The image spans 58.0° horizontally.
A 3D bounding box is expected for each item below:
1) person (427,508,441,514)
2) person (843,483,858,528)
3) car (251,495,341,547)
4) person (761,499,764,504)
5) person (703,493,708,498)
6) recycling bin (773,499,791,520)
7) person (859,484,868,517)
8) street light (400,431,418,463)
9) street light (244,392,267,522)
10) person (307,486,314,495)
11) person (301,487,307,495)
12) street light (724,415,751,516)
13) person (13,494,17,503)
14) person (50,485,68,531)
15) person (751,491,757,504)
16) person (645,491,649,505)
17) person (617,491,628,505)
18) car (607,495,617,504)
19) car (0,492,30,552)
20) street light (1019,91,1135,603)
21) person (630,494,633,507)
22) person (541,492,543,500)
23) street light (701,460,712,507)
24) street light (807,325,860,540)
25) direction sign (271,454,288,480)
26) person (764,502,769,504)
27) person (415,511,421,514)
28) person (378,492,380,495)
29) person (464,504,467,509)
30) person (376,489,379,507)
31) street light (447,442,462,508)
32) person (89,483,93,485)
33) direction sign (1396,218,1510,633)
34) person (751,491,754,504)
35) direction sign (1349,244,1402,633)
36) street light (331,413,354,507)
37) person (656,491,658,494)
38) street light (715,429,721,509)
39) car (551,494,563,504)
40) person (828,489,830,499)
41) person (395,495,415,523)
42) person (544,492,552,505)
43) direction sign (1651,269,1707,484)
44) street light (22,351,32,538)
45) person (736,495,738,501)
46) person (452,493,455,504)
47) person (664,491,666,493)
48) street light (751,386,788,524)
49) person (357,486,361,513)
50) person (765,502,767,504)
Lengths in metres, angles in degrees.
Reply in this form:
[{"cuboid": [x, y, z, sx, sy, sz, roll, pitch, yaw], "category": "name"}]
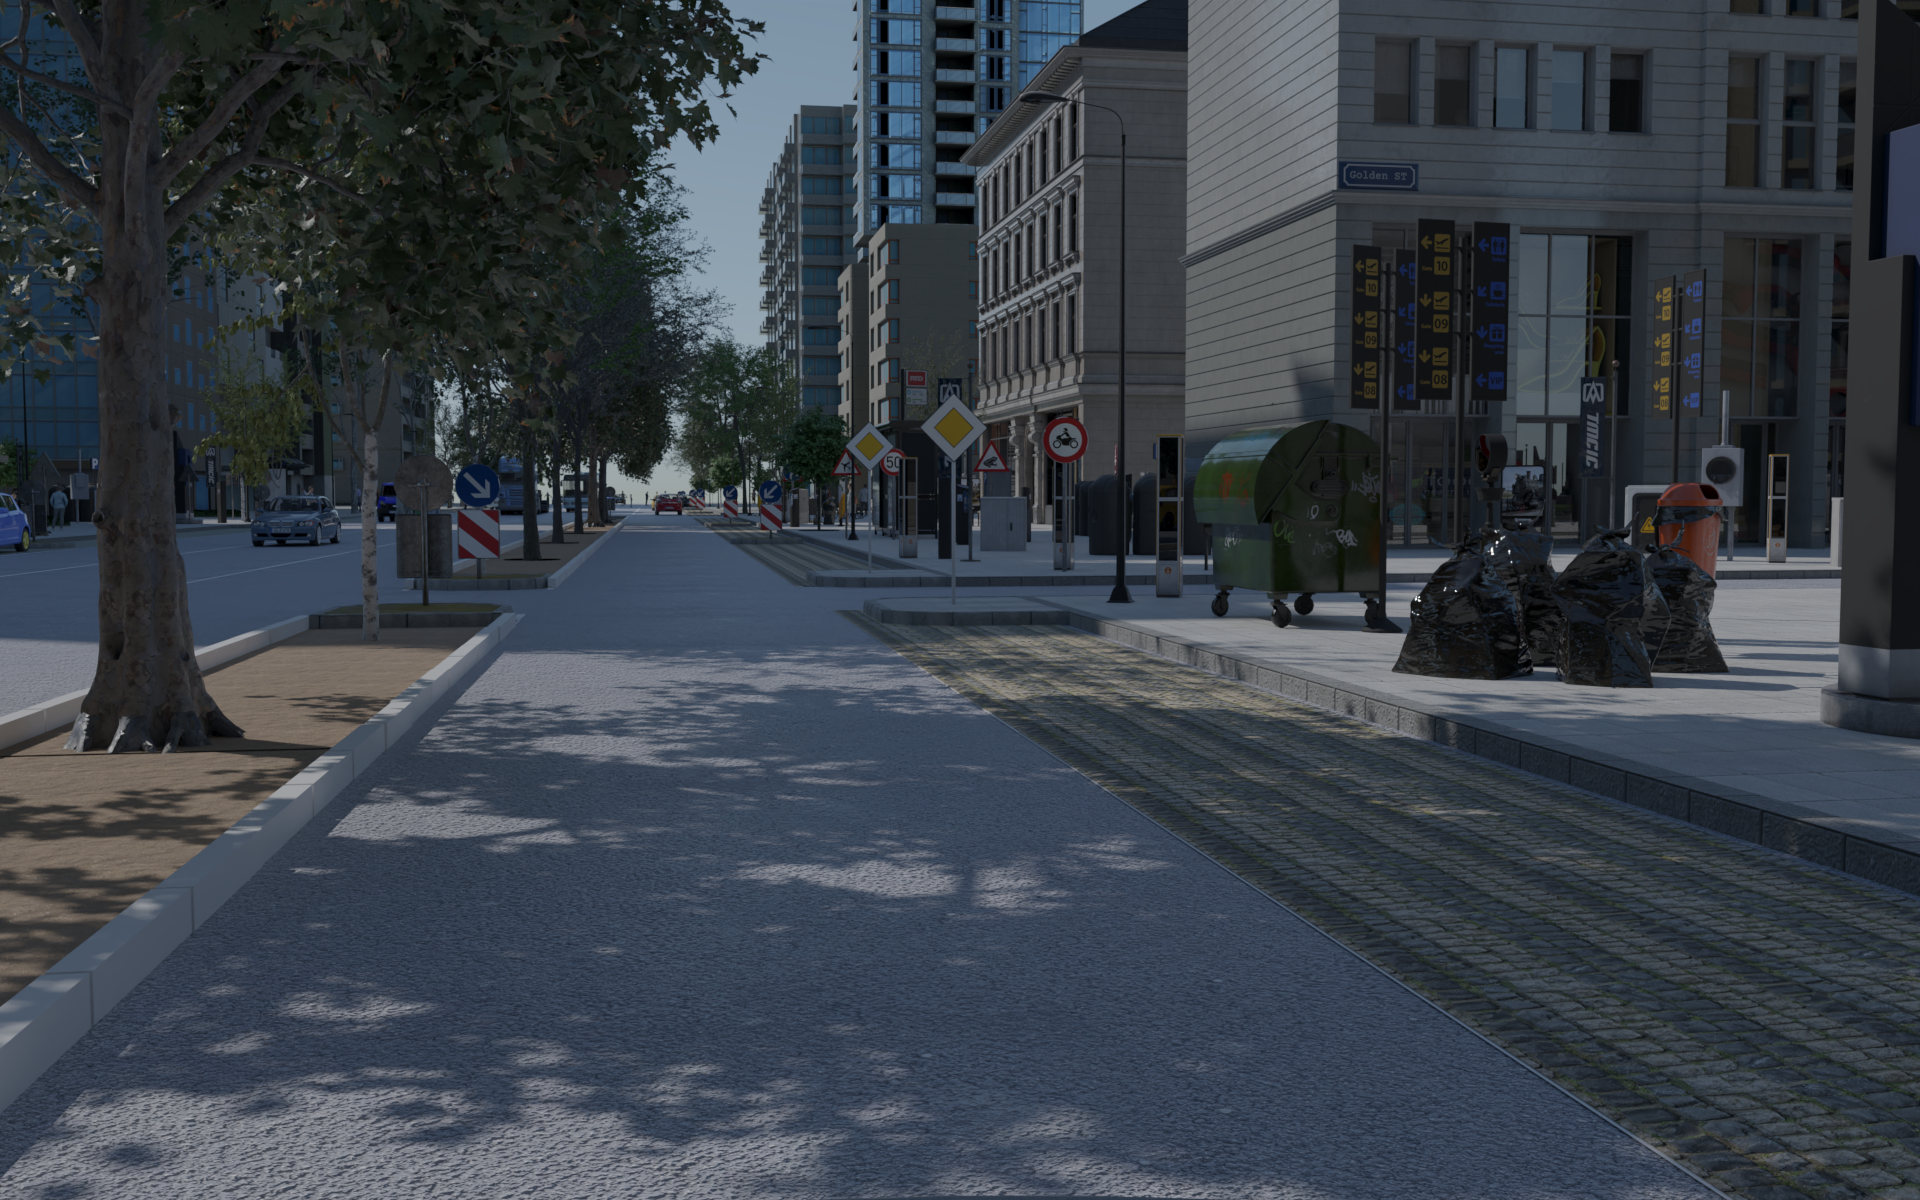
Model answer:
[{"cuboid": [-11.967, -1.864, 39.076, 0.616, 1.811, 0.778, -2, 4, -33], "category": "person"}, {"cuboid": [-4.119, -3.577, 65.534, 0.522, 1.701, 0.512, 1, 4, 17], "category": "person"}, {"cuboid": [-18.702, -2.260, 48.948, 2.014, 1.417, 4.499, -1, 4, -9], "category": "car"}, {"cuboid": [-18.375, -9.419, 160.764, 0.721, 1.735, 1.217, 2, 4, 34], "category": "person"}, {"cuboid": [-34.246, -13.754, 231.638, 1.217, 1.735, 0.721, -1, 4, -12], "category": "person"}, {"cuboid": [-8.724, -4.428, 84.950, 0.722, 1.027, 0.722, 1, 4, 15], "category": "recycling bin"}, {"cuboid": [-5.232, -5.440, 94.836, 0.661, 1.843, 0.795, 1, 4, 9], "category": "person"}, {"cuboid": [-40.303, -9.430, 126.728, 1.470, 5.913, 1.316, -1, 4, -10], "category": "street light"}, {"cuboid": [-31.798, -6.484, 78.561, 1.470, 5.913, 1.316, -1, 4, -10], "category": "street light"}, {"cuboid": [-31.395, -4.607, 84.029, 0.583, 1.804, 0.606, 0, 4, 4], "category": "person"}, {"cuboid": [-42.153, -6.371, 111.151, 0.436, 1.711, 0.756, -1, 4, -23], "category": "person"}, {"cuboid": [-12.929, -7.913, 101.921, 1.470, 5.913, 1.316, -1, 4, -10], "category": "street light"}, {"cuboid": [-46.180, -4.543, 84.577, 0.306, 1.304, 0.590, -2, 4, -34], "category": "person"}, {"cuboid": [-31.492, -3.224, 60.560, 0.589, 1.601, 0.330, 0, 4, -6], "category": "person"}, {"cuboid": [-26.821, -13.443, 225.837, 0.705, 1.824, 1.348, -3, 4, -38], "category": "person"}, {"cuboid": [-39.766, -12.925, 220.276, 0.683, 1.767, 0.568, 3, 5, 39], "category": "person"}, {"cuboid": [-39.027, -11.732, 200.315, 1.348, 1.824, 0.705, 1, 4, 15], "category": "person"}, {"cuboid": [-50.106, -14.646, 249.046, 1.945, 1.707, 3.694, -1, 4, -11], "category": "car"}, {"cuboid": [-23.616, -1.941, 41.327, 1.945, 1.707, 3.694, -1, 4, -11], "category": "car"}, {"cuboid": [1.369, -2.918, 20.246, 1.470, 5.913, 1.316, -1, 4, -10], "category": "street light"}, {"cuboid": [-35.079, -10.604, 185.100, 0.599, 1.433, 0.991, 0, 4, -1], "category": "person"}, {"cuboid": [-41.079, -9.827, 169.981, 0.742, 1.727, 0.445, 3, 4, 38], "category": "person"}, {"cuboid": [-21.591, -10.896, 150.693, 1.470, 5.913, 1.316, -1, 4, -10], "category": "street light"}, {"cuboid": [-3.500, -4.604, 47.824, 1.470, 5.913, 1.316, -1, 4, -10], "category": "street light"}, {"cuboid": [-38.203, -6.438, 97.263, 0.876, 3.537, 0.379, -1, 4, -19], "category": "direction sign"}, {"cuboid": [-16.097, -8.419, 144.135, 0.683, 1.767, 0.568, -2, 4, -25], "category": "person"}, {"cuboid": [-11.742, -1.733, 37.080, 0.600, 1.795, 0.529, -1, 4, -13], "category": "person"}, {"cuboid": [-54.409, -9.602, 163.177, 1.348, 1.807, 0.705, -1, 4, -17], "category": "person"}, {"cuboid": [-38.347, -7.648, 134.469, 0.530, 1.710, 0.541, 0, 4, 5], "category": "person"}, {"cuboid": [-56.812, -9.957, 168.794, 1.348, 1.831, 0.705, -1, 4, -12], "category": "person"}, {"cuboid": [-45.117, -11.129, 154.500, 1.470, 5.913, 1.316, -1, 4, -10], "category": "street light"}, {"cuboid": [-41.078, -4.620, 81.826, 0.529, 1.795, 0.600, -1, 4, -14], "category": "person"}, {"cuboid": [4.171, -1.373, 14.449, 0.876, 3.537, 0.379, -1, 4, -17], "category": "direction sign"}, {"cuboid": [-27.974, -13.948, 234.088, 1.348, 1.824, 0.705, -1, 4, -21], "category": "person"}, {"cuboid": [3.928, -1.469, 16.016, 0.876, 3.537, 0.379, -2, 4, -31], "category": "direction sign"}, {"cuboid": [-35.495, -7.767, 99.530, 1.470, 5.913, 1.316, -1, 4, -10], "category": "street light"}, {"cuboid": [-43.603, -14.733, 249.368, 0.705, 1.826, 1.348, 1, 4, 20], "category": "person"}, {"cuboid": [-16.786, -9.254, 123.840, 1.470, 5.913, 1.316, -1, 4, -10], "category": "street light"}, {"cuboid": [-56.004, -14.045, 241.636, 2.014, 1.417, 4.499, -1, 4, -10], "category": "car"}, {"cuboid": [-9.815, -7.393, 128.386, 0.415, 1.643, 0.593, 0, 4, 7], "category": "person"}, {"cuboid": [-10.603, -1.500, 33.127, 0.391, 1.810, 0.635, -2, 4, -24], "category": "person"}, {"cuboid": [-56.045, -13.849, 235.658, 1.217, 1.736, 0.721, 1, 4, 14], "category": "person"}, {"cuboid": [7.396, -1.584, 17.902, 0.379, 3.537, 0.876, -1, 4, -10], "category": "direction sign"}, {"cuboid": [-26.965, -4.803, 51.063, 1.470, 5.913, 1.316, -1, 4, -10], "category": "street light"}, {"cuboid": [-28.573, -13.188, 221.809, 0.705, 1.807, 1.348, 0, 4, -5], "category": "person"}, {"cuboid": [-65.176, -13.059, 222.812, 0.557, 1.426, 1.065, 0, 4, -2], "category": "person"}, {"cuboid": [-34.544, -11.894, 202.950, 0.705, 1.826, 1.348, 2, 4, 29], "category": "person"}, {"cuboid": [-8.140, -6.249, 74.706, 1.470, 5.913, 1.316, -1, 4, -10], "category": "street light"}, {"cuboid": [-41.389, -6.897, 118.678, 0.599, 1.838, 0.709, 1, 4, 8], "category": "person"}, {"cuboid": [-22.201, -11.640, 197.031, 0.551, 1.740, 0.621, 0, 4, -1], "category": "person"}]
